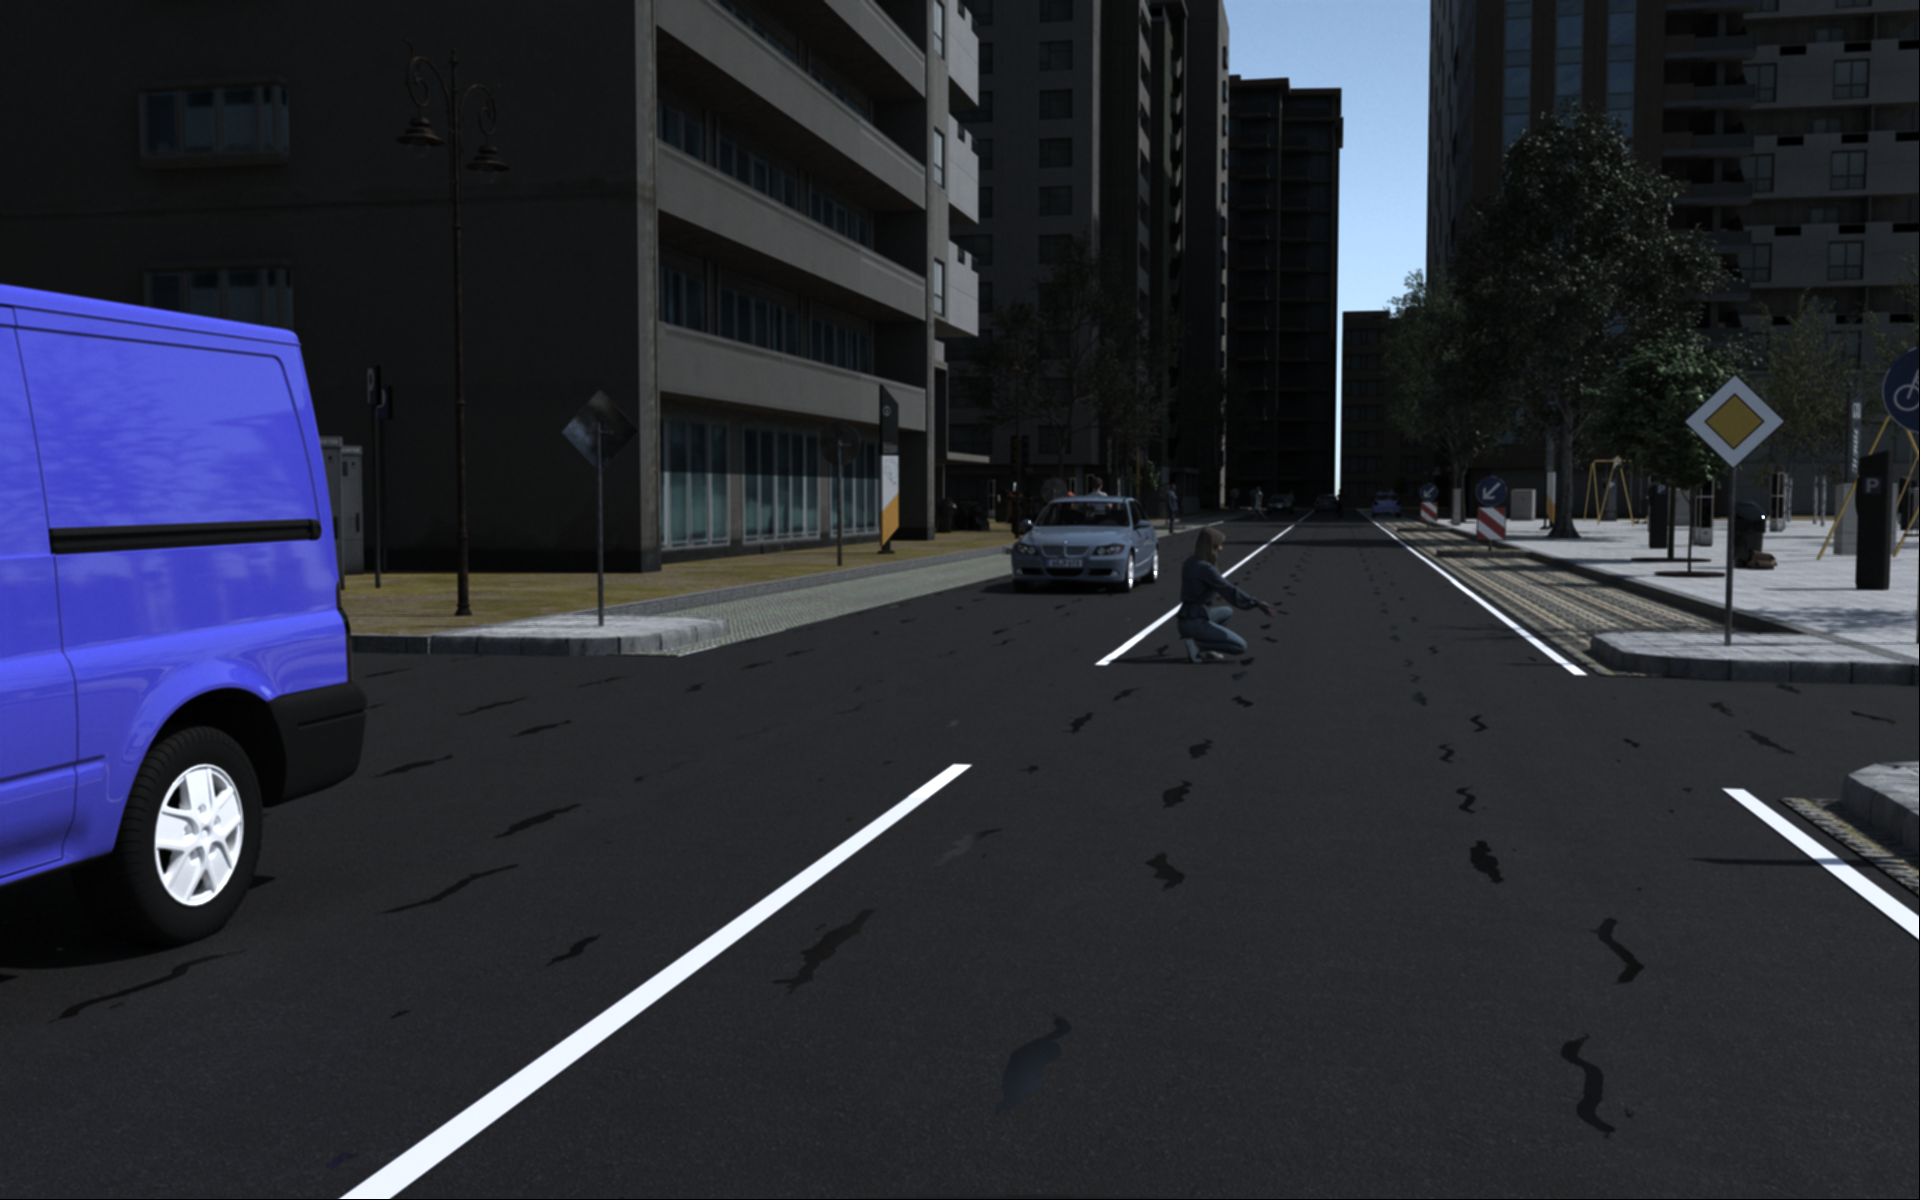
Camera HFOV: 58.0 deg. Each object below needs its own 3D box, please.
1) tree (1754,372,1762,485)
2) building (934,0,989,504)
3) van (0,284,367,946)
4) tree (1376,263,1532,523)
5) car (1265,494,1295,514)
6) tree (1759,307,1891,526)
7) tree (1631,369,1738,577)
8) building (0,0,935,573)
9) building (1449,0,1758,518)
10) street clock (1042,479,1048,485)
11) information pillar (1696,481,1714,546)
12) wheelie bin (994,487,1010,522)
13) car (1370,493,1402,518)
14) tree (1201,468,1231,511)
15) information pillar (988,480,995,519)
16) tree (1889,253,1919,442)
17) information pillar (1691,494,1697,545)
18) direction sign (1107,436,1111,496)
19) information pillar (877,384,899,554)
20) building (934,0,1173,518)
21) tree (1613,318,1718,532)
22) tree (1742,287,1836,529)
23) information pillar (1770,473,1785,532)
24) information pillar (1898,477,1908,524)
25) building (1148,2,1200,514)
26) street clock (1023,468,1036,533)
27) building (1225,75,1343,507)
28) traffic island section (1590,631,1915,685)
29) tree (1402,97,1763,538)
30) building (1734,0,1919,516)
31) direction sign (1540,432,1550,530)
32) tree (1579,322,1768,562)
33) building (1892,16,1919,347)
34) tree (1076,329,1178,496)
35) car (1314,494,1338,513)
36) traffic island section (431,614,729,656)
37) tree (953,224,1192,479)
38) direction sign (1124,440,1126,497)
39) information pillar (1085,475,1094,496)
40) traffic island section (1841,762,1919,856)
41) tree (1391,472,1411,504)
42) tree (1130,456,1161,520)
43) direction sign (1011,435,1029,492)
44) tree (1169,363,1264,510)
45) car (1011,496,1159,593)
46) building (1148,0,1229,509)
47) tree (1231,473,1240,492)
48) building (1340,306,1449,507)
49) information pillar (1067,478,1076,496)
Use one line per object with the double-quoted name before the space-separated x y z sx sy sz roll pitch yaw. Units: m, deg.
"tree" 36.444 -7.552 73.842 4.360 8.622 3.978 0 3 0
"building" -14.511 -29.555 72.464 28.713 52.752 27.495 1 4 12
"van" -3.647 0.018 4.086 2.240 2.365 5.245 1 4 11
"tree" 22.444 -9.268 77.280 9.928 11.665 9.643 0 3 0
"car" 23.003 -6.883 124.335 2.131 1.459 4.920 1 4 12
"tree" 34.535 -7.227 68.525 4.360 8.622 3.978 0 3 0
"tree" 11.331 -1.990 27.146 1.663 3.219 1.824 0 3 0
"building" -13.346 -25.406 39.097 21.300 48.544 21.600 1 4 12
"building" 35.686 -27.384 97.845 14.600 45.320 14.200 1 4 12
"street clock" 4.072 -4.785 82.798 0.358 2.002 0.471 1 4 20
"information pillar" 18.333 -2.325 42.512 0.304 2.012 0.304 2 4 26
"wheelie bin" 1.960 -4.349 79.013 0.693 1.594 0.980 1 4 12
"car" 26.182 -5.919 106.363 1.945 1.707 3.694 1 4 12
"tree" 19.056 -8.298 130.273 1.663 3.219 1.824 0 3 0
"information pillar" 1.666 -5.277 90.771 0.304 2.012 0.304 1 4 17
"tree" 28.851 -6.168 51.208 4.737 8.622 4.395 0 3 0
"information pillar" 18.559 -2.382 43.434 0.304 2.012 0.304 1 4 9
"direction sign" 5.851 -4.649 68.003 0.379 3.537 0.876 1 4 14
"information pillar" -1.532 -2.803 37.182 0.504 3.616 0.183 -3 5 -44
"building" 4.375 -20.018 98.991 14.160 30.474 14.107 1 4 12
"tree" 23.468 -6.607 58.394 4.360 8.622 3.978 0 3 0
"tree" 30.065 -6.874 62.751 4.737 8.622 4.395 0 3 0
"information pillar" 27.884 -3.340 59.096 0.304 2.012 0.304 -2 4 -24
"information pillar" 40.227 -4.241 73.831 0.304 2.012 0.304 0 4 2
"building" -0.069 -26.130 119.114 32.217 40.220 23.993 1 4 12
"street clock" 1.963 -2.720 49.035 0.358 2.002 0.471 0 4 1
"building" 25.830 -32.418 184.660 28.867 44.769 22.147 1 4 12
"traffic island section" 6.504 0.468 14.632 2.009 0.180 2.903 1 4 12
"tree" 17.815 -8.160 50.431 9.611 12.733 9.660 0 3 0
"building" 46.761 -32.249 116.512 28.713 52.752 27.495 1 4 12
"direction sign" 21.144 -4.312 62.491 0.379 3.537 0.876 2 4 24
"tree" 13.701 -3.021 33.105 4.285 4.588 4.351 0 3 0
"building" 79.224 -28.198 144.627 14.086 41.232 14.154 1 4 12
"tree" 7.293 -7.743 76.953 4.360 8.622 3.978 0 3 0
"car" 27.698 -7.266 130.800 2.014 1.417 4.499 1 4 13
"traffic island section" -3.503 0.335 16.805 2.009 0.180 2.903 1 4 12
"tree" 3.533 -7.701 60.318 8.767 10.594 7.601 -3 4 -36
"direction sign" 6.984 -4.978 73.387 0.379 3.537 0.876 0 4 2
"information pillar" 4.937 -3.771 66.147 0.304 2.012 0.304 -1 4 -11
"traffic island section" 4.807 0.945 6.829 2.009 0.180 2.903 1 4 12
"tree" 37.161 -9.235 145.586 1.663 3.219 1.824 0 3 0
"tree" 9.304 -5.669 87.289 1.663 3.219 1.824 0 3 0
"direction sign" 2.319 -4.590 67.051 0.876 3.537 0.379 3 5 40
"tree" 20.329 -12.910 136.826 9.928 11.665 9.643 0 3 0
"car" 2.017 -0.906 26.814 2.014 1.417 4.499 1 4 14
"building" 12.827 -32.569 156.199 21.600 48.544 21.300 1 4 12
"tree" 24.813 -9.889 156.280 1.663 3.219 1.824 0 3 0
"building" 54.768 -20.578 181.495 28.899 21.520 27.650 1 4 12
"information pillar" 5.100 -4.592 79.578 0.304 2.012 0.304 -2 4 -29
